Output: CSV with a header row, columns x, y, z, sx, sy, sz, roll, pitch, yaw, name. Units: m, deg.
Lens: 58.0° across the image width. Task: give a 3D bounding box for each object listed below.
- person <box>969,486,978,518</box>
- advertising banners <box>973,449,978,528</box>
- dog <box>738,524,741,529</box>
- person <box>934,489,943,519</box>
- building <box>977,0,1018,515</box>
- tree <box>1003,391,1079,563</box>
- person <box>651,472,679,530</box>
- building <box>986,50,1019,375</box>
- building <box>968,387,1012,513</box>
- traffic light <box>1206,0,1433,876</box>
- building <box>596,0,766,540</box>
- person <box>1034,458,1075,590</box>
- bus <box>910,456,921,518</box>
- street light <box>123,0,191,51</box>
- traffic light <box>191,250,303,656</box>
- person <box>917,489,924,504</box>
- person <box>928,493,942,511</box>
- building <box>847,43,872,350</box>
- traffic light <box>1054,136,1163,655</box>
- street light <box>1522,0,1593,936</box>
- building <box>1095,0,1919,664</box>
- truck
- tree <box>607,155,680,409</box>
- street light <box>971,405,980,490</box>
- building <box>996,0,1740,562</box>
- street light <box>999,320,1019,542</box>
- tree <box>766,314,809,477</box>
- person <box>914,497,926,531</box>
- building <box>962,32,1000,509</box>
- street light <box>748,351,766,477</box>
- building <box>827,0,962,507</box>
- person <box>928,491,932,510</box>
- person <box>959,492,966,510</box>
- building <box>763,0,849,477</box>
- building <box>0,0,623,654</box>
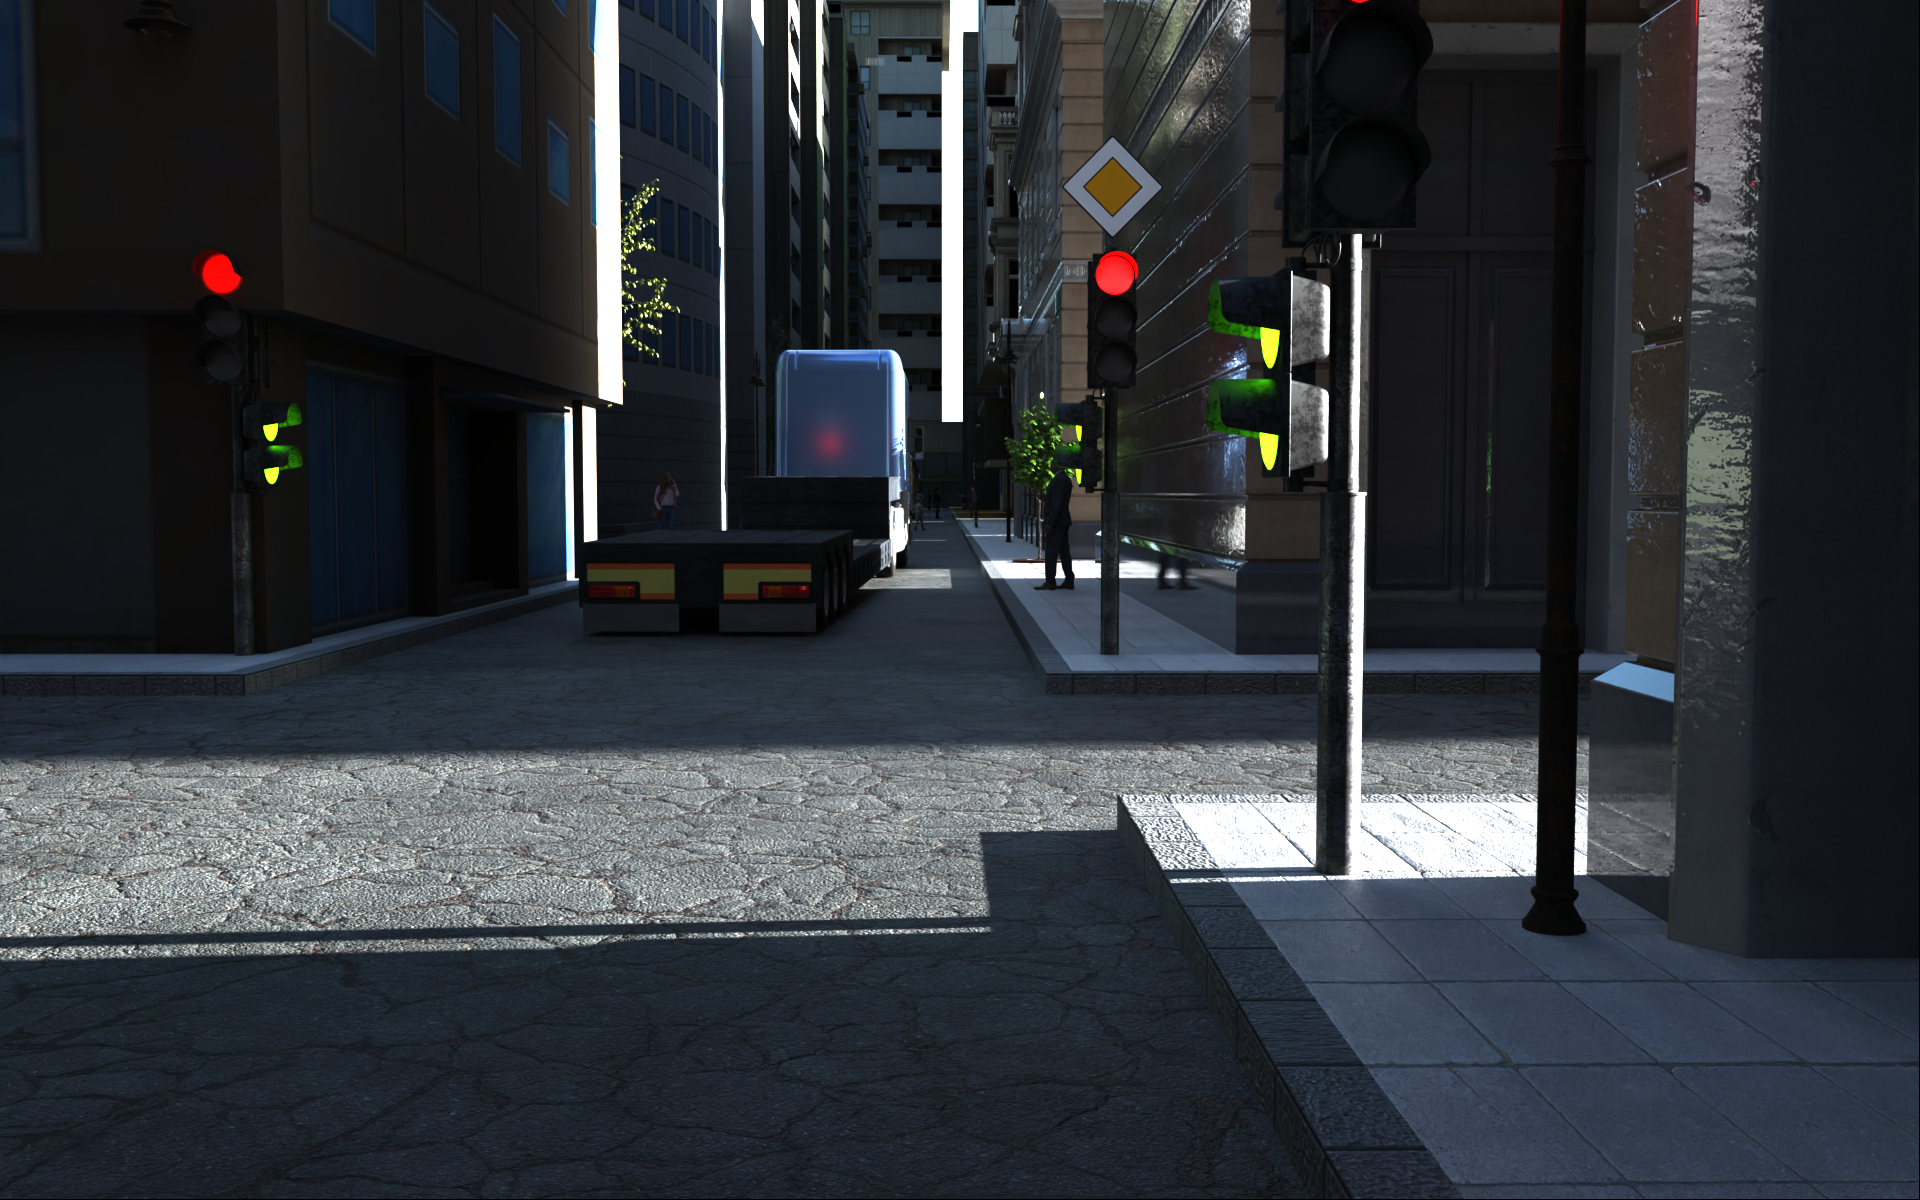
x,y,z,sx,sy,sz,roll,pitch,yaw,name
0.717,-5.195,91.903,0.541,1.710,0.530,-1,4,-10,person
0.596,-4.307,66.615,0.090,3.025,2.074,0,4,-3,advertising banners
-4.551,-1.356,39.014,0.800,0.831,0.513,1,4,10,dog
-1.215,-5.573,100.445,0.721,1.723,1.217,1,4,17,person
14.757,-31.547,105.036,28.713,52.752,27.495,0,4,-1,building
1.627,-2.322,32.562,1.663,3.219,1.824,0,3,0,tree
-6.407,-1.883,37.419,0.593,1.750,0.643,-2,4,-27,person
8.355,-15.441,71.538,14.460,24.649,34.723,0,4,-1,building
11.998,-50.183,133.170,22.319,86.520,31.000,0,4,-1,building
1.267,-1.031,5.780,0.839,4.253,0.868,0,4,-1,traffic light
-17.721,-31.087,50.264,21.231,58.520,28.212,0,4,-1,building
1.246,-1.045,23.303,0.590,1.801,0.661,1,4,18,person
-3.838,-6.610,99.617,2.896,3.916,12.252,0,3,0,bus
-6.076,-2.515,13.915,0.468,5.910,1.993,0,4,-1,street light
-5.680,-1.514,13.675,0.839,4.253,0.868,0,4,-1,traffic light
-3.099,-7.429,130.041,0.705,1.814,1.350,-3,5,-45,person
-2.059,-8.297,144.980,1.217,1.723,0.721,-1,4,-13,person
-19.763,-27.936,148.639,23.993,40.220,32.217,0,4,-1,building
1.181,-1.520,13.765,0.839,4.253,0.868,0,4,-1,traffic light
1.754,-1.966,4.937,0.468,5.910,1.993,0,4,-1,street light
11.855,-14.273,19.263,20.117,28.700,13.634,0,4,-1,building
-2.394,-2.251,26.561,2.967,4.110,18.799,0,4,1,truck
-7.398,-4.926,30.904,4.737,8.622,4.395,0,3,0,tree
0.817,-7.081,88.561,0.468,5.910,1.993,0,4,-1,street light
8.032,-15.727,43.044,13.634,28.700,20.117,0,4,-1,building
1.294,-4.479,46.024,0.468,5.910,1.993,0,4,-1,street light
-8.011,-7.339,70.351,4.360,8.622,3.978,0,3,0,tree
-1.611,-3.381,68.049,0.475,1.303,0.640,2,4,33,person
7.210,-28.974,157.313,14.154,41.232,14.086,0,4,-1,building
-6.551,-5.089,55.989,0.468,5.910,1.993,0,4,-1,street light
-12.649,-36.485,185.760,27.495,52.752,28.713,0,4,-1,building
-2.723,-8.994,156.474,0.530,1.710,0.541,1,4,21,person
0.196,-8.065,141.142,0.697,1.427,0.421,3,4,38,person
-13.617,-19.879,96.719,14.160,30.474,14.107,0,4,-1,building
-12.184,-22.570,19.138,14.600,45.320,14.200,0,4,-1,building
